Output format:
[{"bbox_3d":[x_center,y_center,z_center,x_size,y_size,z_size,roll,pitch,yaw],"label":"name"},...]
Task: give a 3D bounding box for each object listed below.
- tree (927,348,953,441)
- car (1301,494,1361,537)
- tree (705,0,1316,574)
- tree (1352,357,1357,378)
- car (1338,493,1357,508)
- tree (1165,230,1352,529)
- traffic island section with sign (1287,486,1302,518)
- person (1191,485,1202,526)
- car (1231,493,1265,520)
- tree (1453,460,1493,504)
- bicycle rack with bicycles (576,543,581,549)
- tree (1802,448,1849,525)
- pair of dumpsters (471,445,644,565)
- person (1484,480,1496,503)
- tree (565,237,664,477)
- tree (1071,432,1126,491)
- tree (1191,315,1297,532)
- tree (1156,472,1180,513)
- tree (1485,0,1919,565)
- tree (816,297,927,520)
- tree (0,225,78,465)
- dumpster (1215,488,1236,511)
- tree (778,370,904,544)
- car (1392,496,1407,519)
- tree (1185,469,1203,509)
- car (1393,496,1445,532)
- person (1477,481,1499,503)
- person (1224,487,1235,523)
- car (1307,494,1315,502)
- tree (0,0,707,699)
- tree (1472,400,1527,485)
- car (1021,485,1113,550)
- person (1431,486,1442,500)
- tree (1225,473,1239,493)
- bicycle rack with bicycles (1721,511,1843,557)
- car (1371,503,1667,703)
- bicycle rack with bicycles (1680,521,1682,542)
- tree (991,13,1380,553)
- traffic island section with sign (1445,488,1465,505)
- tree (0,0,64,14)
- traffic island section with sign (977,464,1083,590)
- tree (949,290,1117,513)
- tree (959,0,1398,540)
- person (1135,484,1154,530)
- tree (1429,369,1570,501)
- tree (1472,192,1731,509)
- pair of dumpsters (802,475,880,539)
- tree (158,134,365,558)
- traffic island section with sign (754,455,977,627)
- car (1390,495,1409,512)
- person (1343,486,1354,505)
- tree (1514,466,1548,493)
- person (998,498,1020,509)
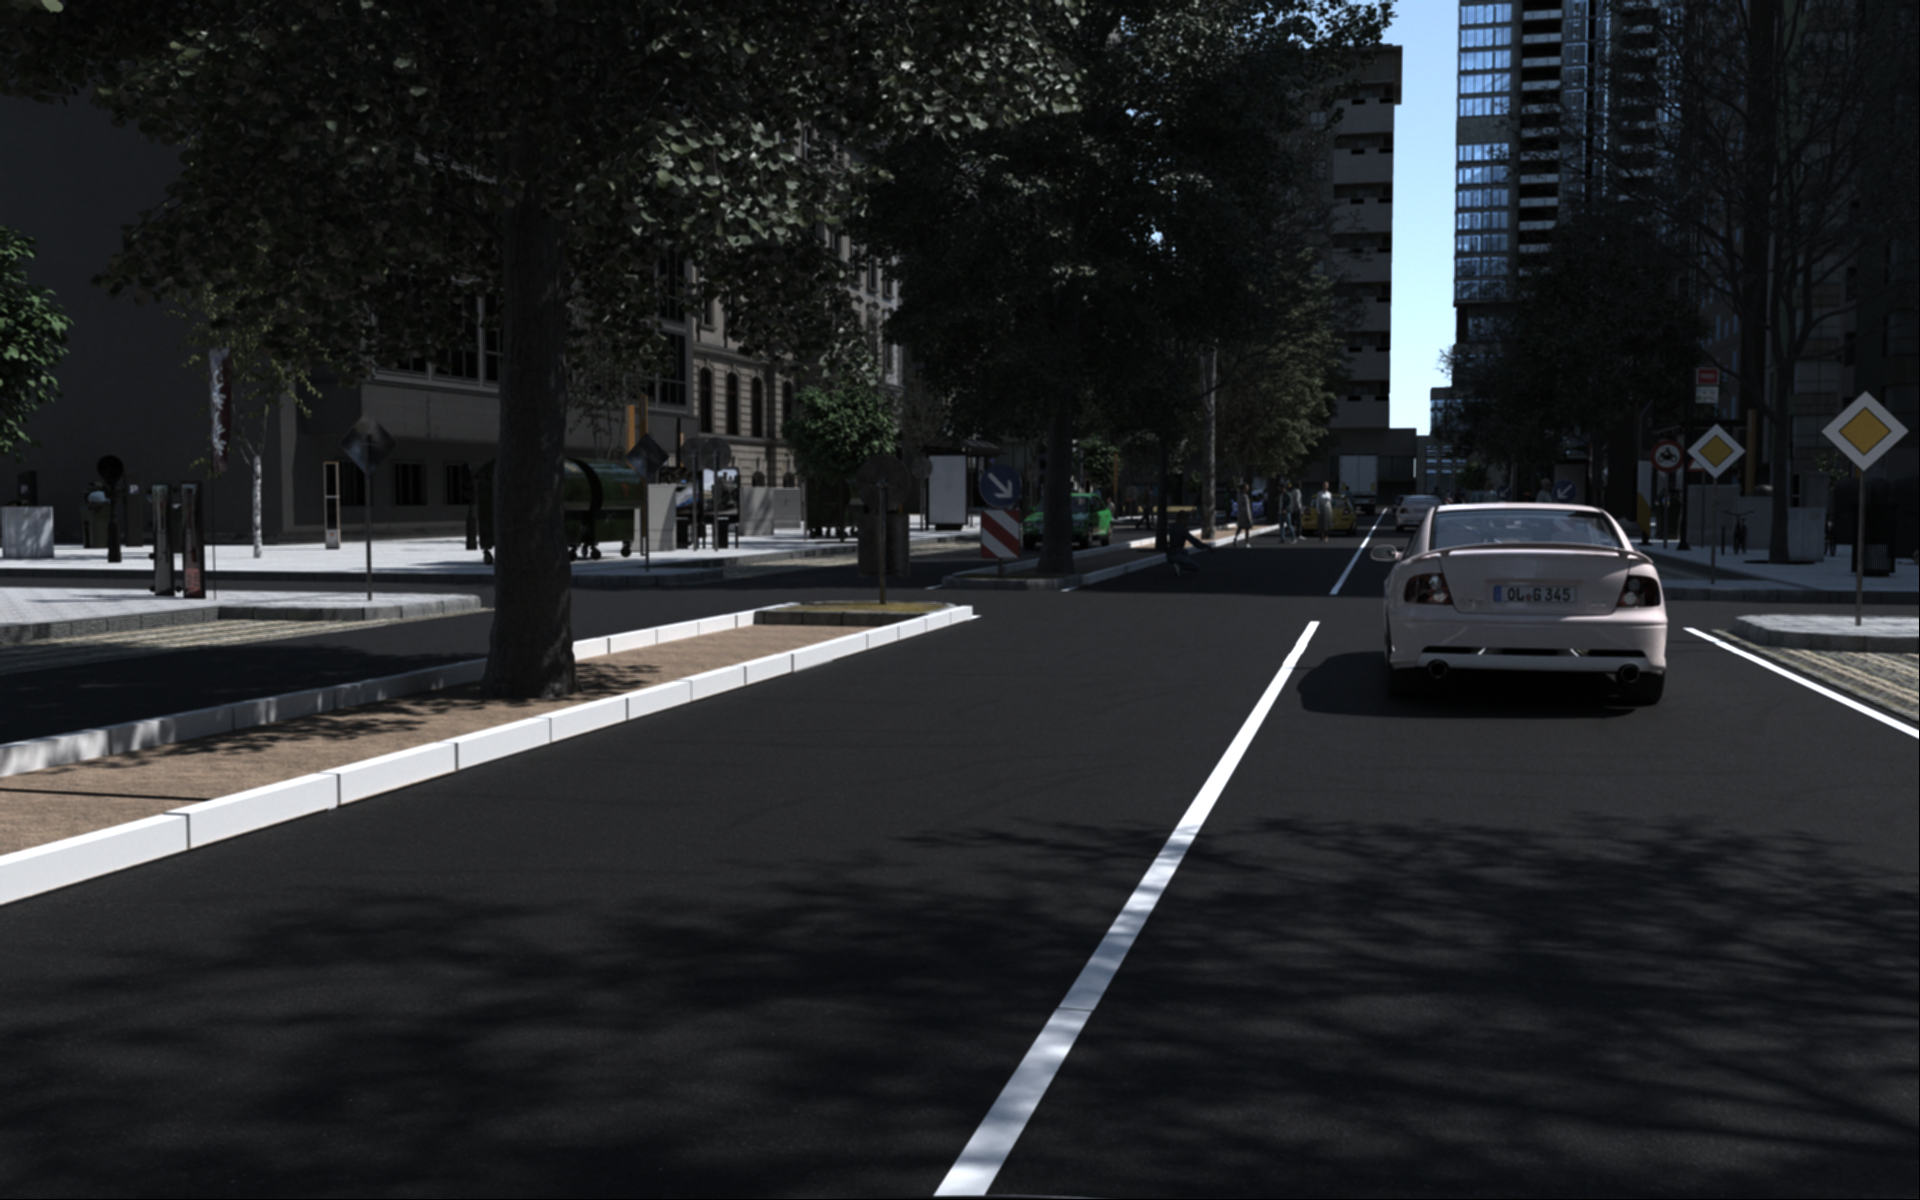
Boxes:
[{"bbox_3d":[-1.898,-8.178,84.078,4.360,8.622,3.978,0,3,0],"label":"tree"},{"bbox_3d":[12.725,-3.016,59.542,2.015,1.641,3.980,1,4,16],"label":"car"},{"bbox_3d":[1.696,-7.405,30.190,9.857,13.997,8.962,0,3,0],"label":"tree"},{"bbox_3d":[14.301,-9.742,79.872,7.486,12.596,7.792,0,3,0],"label":"tree"},{"bbox_3d":[24.384,-6.241,110.841,1.959,1.807,4.718,1,4,14],"label":"car"},{"bbox_3d":[11.691,-9.169,70.499,7.486,12.596,7.792,0,3,0],"label":"tree"},{"bbox_3d":[19.067,-5.597,99.645,2.006,1.907,1.989,1,4,14],"label":"traffic island section with sign"},{"bbox_3d":[10.801,-4.266,78.227,0.794,1.824,0.713,0,4,-6],"label":"person"},{"bbox_3d":[16.176,-5.375,97.476,1.945,1.707,3.694,1,4,13],"label":"car"},{"bbox_3d":[46.546,-10.588,156.823,4.285,4.588,4.351,0,3,0],"label":"tree"},{"bbox_3d":[-9.753,-1.738,41.799,2.852,0.926,2.925,0,4,3],"label":"bicycle rack with bicycles"},{"bbox_3d":[36.408,-4.810,73.250,1.663,3.219,1.824,0,3,0],"label":"tree"},{"bbox_3d":[-7.656,-1.877,33.176,1.574,2.255,4.437,1,4,14],"label":"pair of dumpsters"},{"bbox_3d":[13.077,-2.083,42.915,0.624,1.780,0.694,1,4,16],"label":"person"},{"bbox_3d":[-9.605,-5.862,46.214,4.360,8.622,3.978,0,3,0],"label":"tree"},{"bbox_3d":[7.070,-6.519,90.298,4.285,4.588,4.351,0,3,0],"label":"tree"},{"bbox_3d":[10.472,-6.836,64.589,4.360,8.622,3.978,0,3,0],"label":"tree"},{"bbox_3d":[14.263,-7.613,119.066,1.663,3.219,1.824,0,3,0],"label":"tree"},{"bbox_3d":[14.937,-7.405,31.442,12.009,13.543,11.850,0,3,0],"label":"tree"},{"bbox_3d":[-3.758,-7.037,65.412,4.360,8.622,3.978,0,3,0],"label":"tree"},{"bbox_3d":[-10.588,-2.052,17.258,4.285,4.588,4.351,0,3,0],"label":"tree"},{"bbox_3d":[18.727,-7.043,123.360,1.865,1.857,1.264,1,4,14],"label":"dumpster"},{"bbox_3d":[-3.112,-3.775,45.438,4.285,4.588,4.351,0,3,0],"label":"tree"},{"bbox_3d":[26.435,-5.469,101.994,1.945,1.354,3.894,1,4,14],"label":"car"},{"bbox_3d":[17.214,-8.150,127.846,1.663,3.219,1.824,0,3,0],"label":"tree"},{"bbox_3d":[17.702,-3.313,66.524,2.083,1.381,4.827,1,4,13],"label":"car"},{"bbox_3d":[14.411,-2.353,47.308,0.601,1.785,0.444,2,4,24],"label":"person"},{"bbox_3d":[13.184,-4.678,85.237,0.529,1.795,0.600,-3,4,-36],"label":"person"},{"bbox_3d":[19.527,-5.126,92.611,1.959,1.807,4.718,1,4,14],"label":"car"},{"bbox_3d":[-3.067,-6.297,12.064,9.857,13.997,8.962,0,3,0],"label":"tree"},{"bbox_3d":[36.579,-10.160,116.477,4.360,8.622,3.978,0,3,0],"label":"tree"},{"bbox_3d":[2.891,-2.280,46.078,1.959,1.807,4.718,1,4,16],"label":"car"},{"bbox_3d":[23.790,-4.782,86.677,0.713,1.824,0.794,-2,4,-25],"label":"person"},{"bbox_3d":[25.345,-10.136,160.328,1.663,3.219,1.824,0,3,0],"label":"tree"},{"bbox_3d":[17.369,-1.438,36.901,2.852,0.926,2.925,2,4,24],"label":"bicycle rack with bicycles"},{"bbox_3d":[4.247,-0.065,13.420,2.083,1.381,4.827,1,4,14],"label":"car"},{"bbox_3d":[20.394,-1.980,45.762,2.852,0.926,2.925,-1,4,-16],"label":"bicycle rack with bicycles"},{"bbox_3d":[4.964,-7.905,42.069,12.009,13.543,11.850,0,3,0],"label":"tree"},{"bbox_3d":[35.667,-7.050,123.901,1.989,1.847,2.006,1,4,14],"label":"traffic island section with sign"},{"bbox_3d":[-4.928,-5.074,3.547,7.486,12.596,7.792,0,3,0],"label":"tree"},{"bbox_3d":[0.768,-1.139,26.760,2.006,1.907,1.989,1,4,14],"label":"traffic island section with sign"},{"bbox_3d":[3.011,-8.568,74.507,8.767,10.594,7.601,2,4,28],"label":"tree"},{"bbox_3d":[6.807,-12.017,54.831,12.611,20.169,13.585,0,3,0],"label":"tree"},{"bbox_3d":[7.400,-3.719,69.209,0.836,1.842,0.656,-1,4,-15],"label":"person"},{"bbox_3d":[33.161,-10.371,103.986,7.601,10.594,8.767,2,4,33],"label":"tree"},{"bbox_3d":[24.506,-9.113,66.010,9.611,12.733,9.660,0,3,0],"label":"tree"},{"bbox_3d":[-3.322,-2.985,51.298,1.574,2.255,4.437,1,4,14],"label":"pair of dumpsters"},{"bbox_3d":[-14.064,-5.158,34.696,4.737,8.622,4.395,0,3,0],"label":"tree"},{"bbox_3d":[-1.047,-0.700,19.578,2.006,1.907,1.989,1,4,14],"label":"traffic island section with sign"},{"bbox_3d":[35.166,-7.635,137.405,1.945,1.354,3.894,1,4,12],"label":"car"},{"bbox_3d":[19.946,-4.948,89.268,0.638,1.841,0.748,3,5,43],"label":"person"},{"bbox_3d":[30.849,-6.026,93.131,1.663,3.219,1.824,0,3,0],"label":"tree"},{"bbox_3d":[1.162,-1.977,41.659,0.563,1.720,0.643,-1,4,-15],"label":"person"}]
